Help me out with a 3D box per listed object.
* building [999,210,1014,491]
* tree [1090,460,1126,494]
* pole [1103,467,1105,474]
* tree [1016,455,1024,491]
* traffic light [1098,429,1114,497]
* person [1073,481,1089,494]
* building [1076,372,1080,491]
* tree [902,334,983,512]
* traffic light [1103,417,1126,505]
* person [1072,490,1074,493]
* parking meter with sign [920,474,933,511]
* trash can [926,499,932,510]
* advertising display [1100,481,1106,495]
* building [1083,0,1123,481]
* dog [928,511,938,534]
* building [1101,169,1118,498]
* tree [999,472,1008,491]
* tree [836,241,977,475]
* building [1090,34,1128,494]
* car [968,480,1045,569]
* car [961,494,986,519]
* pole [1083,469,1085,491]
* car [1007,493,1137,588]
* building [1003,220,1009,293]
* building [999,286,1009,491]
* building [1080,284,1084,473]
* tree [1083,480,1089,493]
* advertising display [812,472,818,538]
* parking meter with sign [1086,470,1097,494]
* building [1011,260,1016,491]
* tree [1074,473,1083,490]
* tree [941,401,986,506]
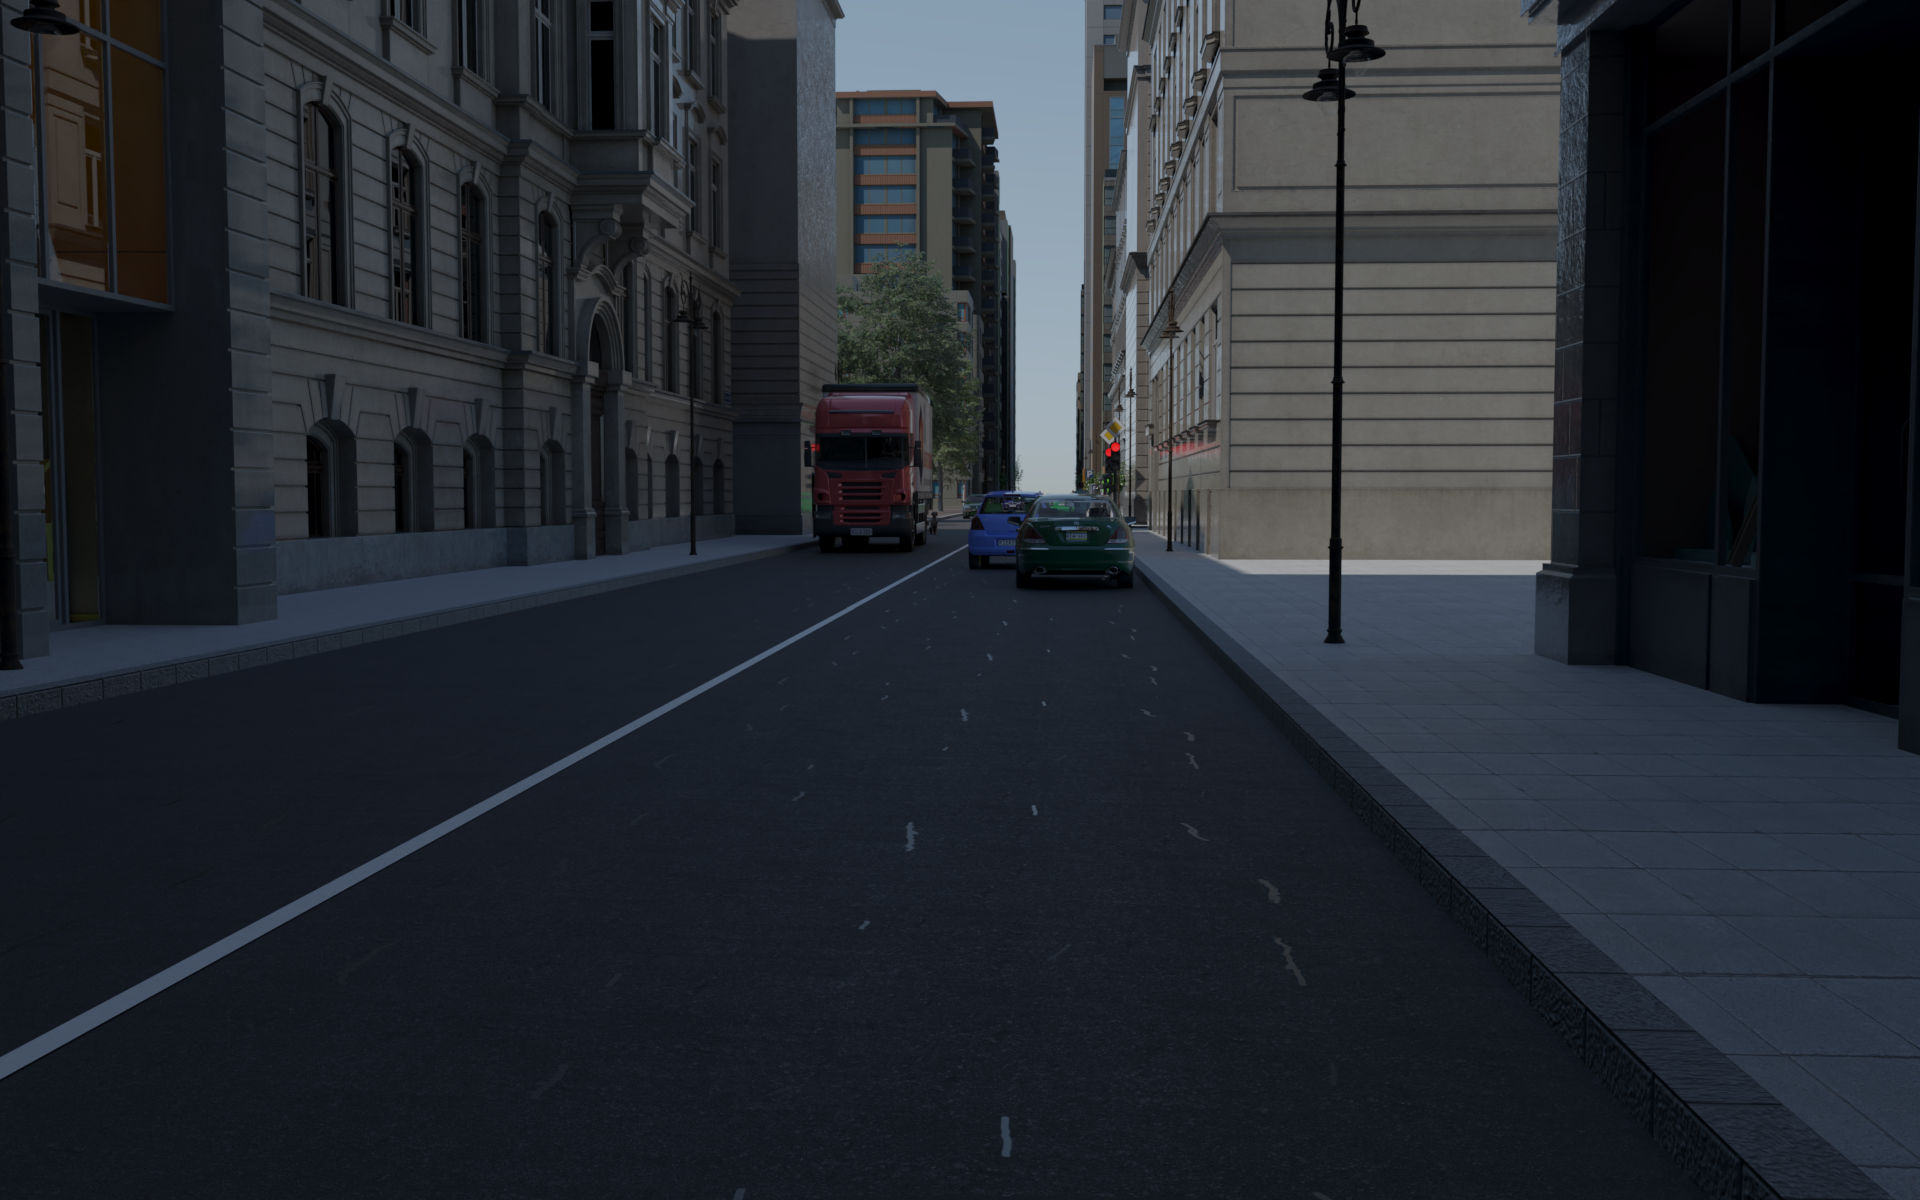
[{"bbox_3d":[1.484,-38.509,279.733,14.600,45.320,14.200,0,4,3],"label":"building"},{"bbox_3d":[7.615,-5.564,85.573,1.663,3.219,1.824,0,3,0],"label":"tree"},{"bbox_3d":[10.640,-8.220,128.245,0.158,3.312,0.155,0,3,0],"label":"pole"},{"bbox_3d":[9.566,-21.767,306.254,4.737,8.622,4.395,0,3,0],"label":"tree"},{"bbox_3d":[6.095,-5.017,70.950,0.839,4.253,0.868,0,4,3],"label":"traffic light"},{"bbox_3d":[3.661,-2.702,52.699,0.660,1.820,0.620,-1,4,-18],"label":"person"},{"bbox_3d":[31.340,-25.346,259.445,27.650,21.520,28.899,0,4,3],"label":"building"},{"bbox_3d":[-1.675,-12.443,121.563,7.486,12.596,7.792,0,3,0],"label":"tree"},{"bbox_3d":[5.624,-4.530,62.979,0.839,4.253,0.868,0,4,3],"label":"traffic light"},{"bbox_3d":[9.468,-8.454,147.167,0.683,1.767,0.568,0,4,4],"label":"person"},{"bbox_3d":[-2.947,-8.335,132.538,1.738,3.016,0.543,0,3,0],"label":"parking meter with sign"},{"bbox_3d":[-2.465,-7.843,139.892,0.748,1.137,0.748,0,3,0],"label":"trash can"},{"bbox_3d":[6.685,-4.644,81.150,0.123,1.923,0.974,0,4,-4],"label":"advertising display"},{"bbox_3d":[24.248,-39.753,191.953,21.231,58.520,28.212,0,4,3],"label":"building"},{"bbox_3d":[-0.860,-2.742,61.662,0.513,0.831,0.800,2,4,28],"label":"dog"},{"bbox_3d":[19.803,-23.510,156.095,14.160,30.474,14.107,0,4,3],"label":"building"},{"bbox_3d":[4.626,-14.701,224.071,4.285,4.588,4.351,0,3,0],"label":"tree"},{"bbox_3d":[-3.668,-11.155,89.043,9.857,13.997,8.962,0,3,0],"label":"tree"},{"bbox_3d":[19.872,-31.804,170.108,14.600,45.320,14.200,0,4,3],"label":"building"},{"bbox_3d":[1.120,-1.517,34.400,1.945,1.707,3.694,0,4,5],"label":"car"},{"bbox_3d":[1.099,-5.573,100.905,2.009,1.686,4.222,0,4,4],"label":"car"},{"bbox_3d":[10.012,-8.938,139.986,0.158,3.312,0.155,0,3,0],"label":"pole"},{"bbox_3d":[1.818,-0.985,27.910,2.131,1.459,4.920,0,4,2],"label":"car"},{"bbox_3d":[-0.210,-34.742,251.618,14.154,41.232,14.086,0,4,3],"label":"building"},{"bbox_3d":[-0.607,-28.481,237.370,14.160,30.474,14.107,0,4,3],"label":"building"},{"bbox_3d":[23.485,-28.492,237.553,14.160,30.474,14.107,0,4,3],"label":"building"},{"bbox_3d":[11.439,-9.351,147.486,1.663,3.219,1.824,0,3,0],"label":"tree"},{"bbox_3d":[-4.274,-2.803,51.043,0.123,1.923,0.974,0,4,-1],"label":"advertising display"},{"bbox_3d":[9.666,-7.937,126.031,0.543,3.016,1.738,-1,4,-13],"label":"parking meter with sign"},{"bbox_3d":[2.316,-37.354,294.324,14.154,41.232,14.086,0,4,3],"label":"building"},{"bbox_3d":[16.546,-15.008,229.096,4.285,4.588,4.351,0,3,0],"label":"tree"},{"bbox_3d":[0.214,-11.386,136.526,4.360,8.622,3.978,0,3,0],"label":"tree"}]
